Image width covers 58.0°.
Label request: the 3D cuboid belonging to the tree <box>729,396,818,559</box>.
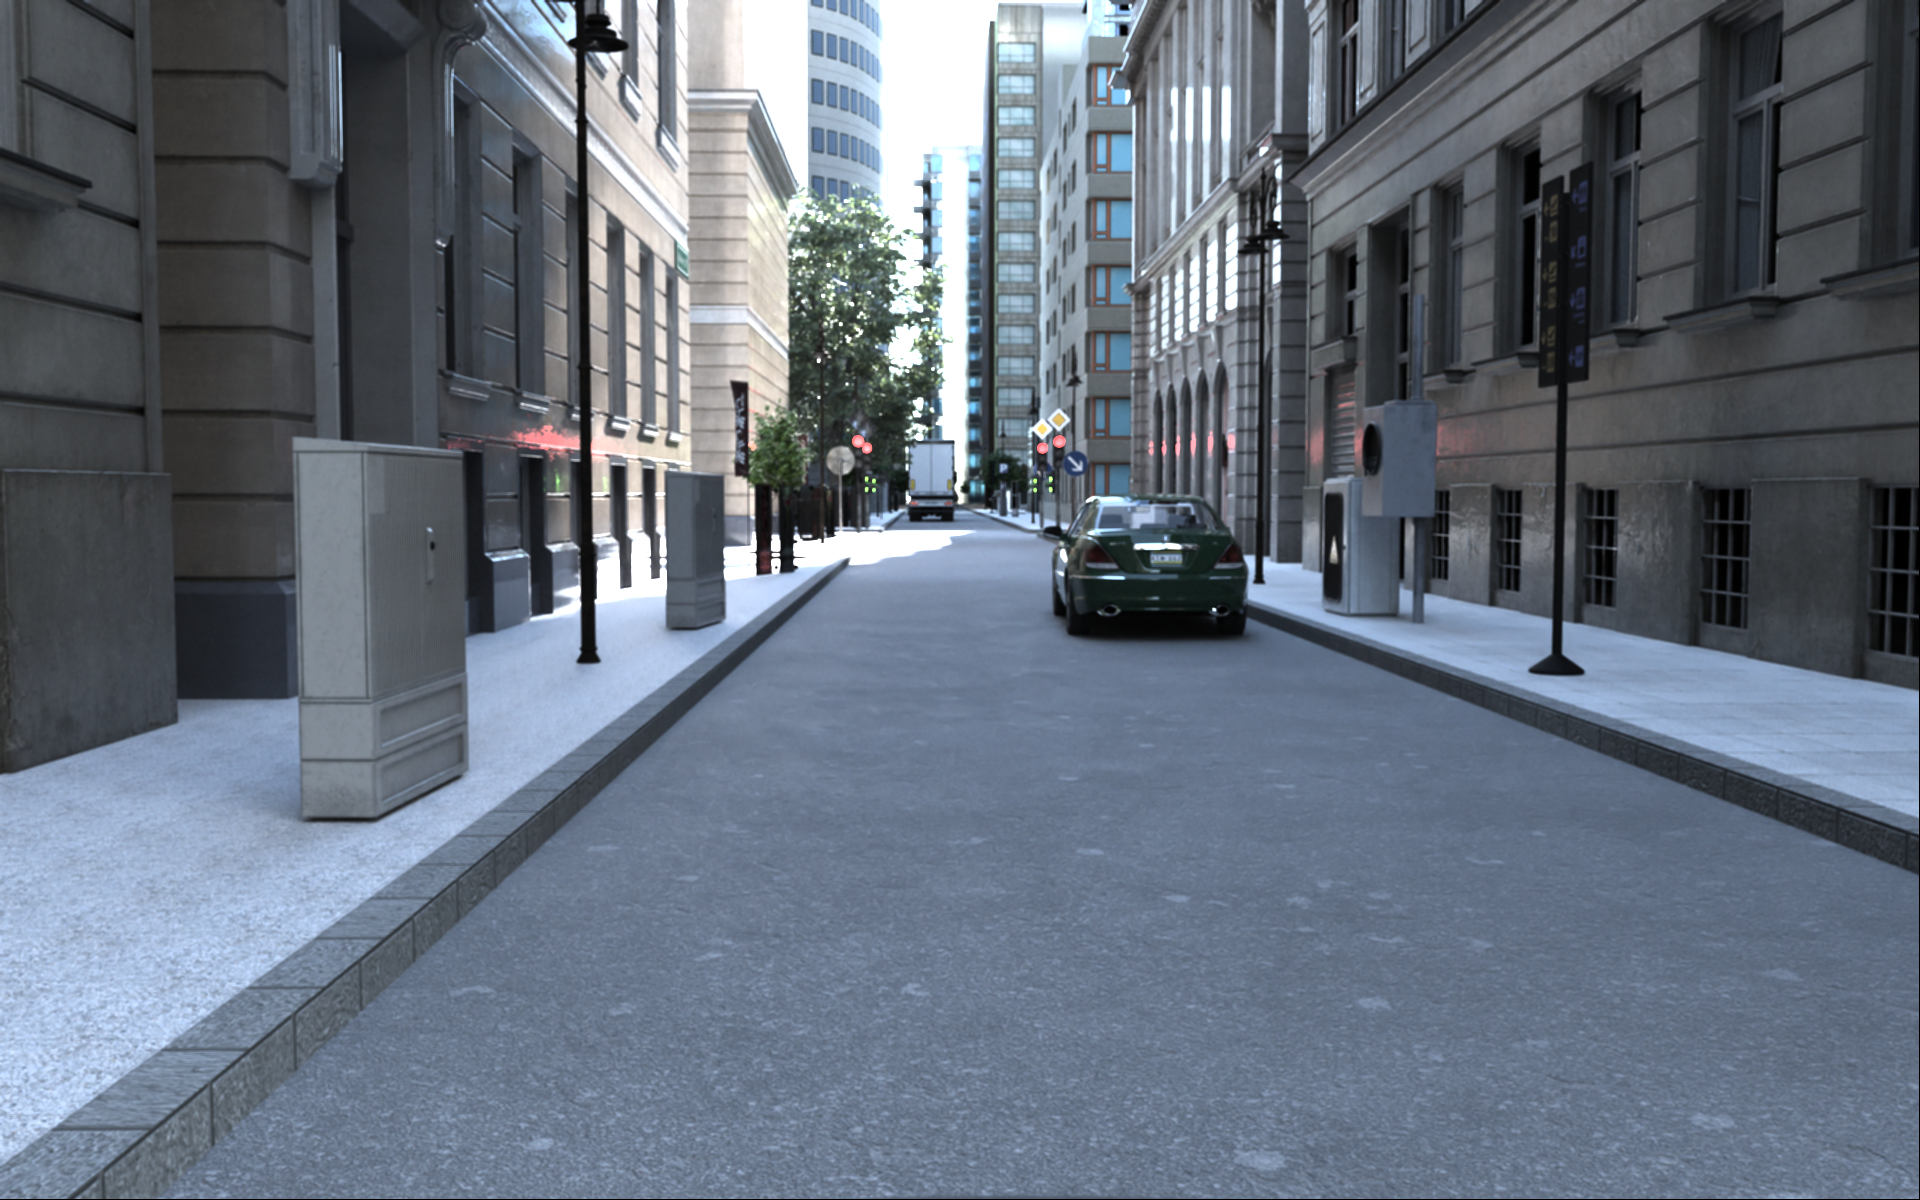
[{"bbox_3d":[-3.518,-2.440,34.499,1.663,3.219,1.824,0,3,0],"label":"tree"}]

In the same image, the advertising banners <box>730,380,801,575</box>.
[{"bbox_3d":[-3.112,-1.919,27.564,0.090,3.025,2.074,2,4,23],"label":"advertising banners"}]

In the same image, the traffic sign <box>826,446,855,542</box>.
[{"bbox_3d":[-3.174,-2.809,46.038,0.768,2.556,0.104,0,3,0],"label":"traffic sign"}]

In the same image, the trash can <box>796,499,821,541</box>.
[{"bbox_3d":[-4.119,-2.194,47.527,0.748,1.137,0.748,0,3,0],"label":"trash can"}]

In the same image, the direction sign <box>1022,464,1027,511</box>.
[{"bbox_3d":[5.087,-8.490,130.806,0.876,3.537,0.379,0,4,4],"label":"direction sign"}]

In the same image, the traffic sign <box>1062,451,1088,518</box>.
[{"bbox_3d":[3.411,-3.127,51.236,0.768,2.556,0.104,0,4,5],"label":"traffic sign"}]

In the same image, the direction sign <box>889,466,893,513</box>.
[{"bbox_3d":[-4.640,-7.611,116.444,0.379,3.537,0.876,0,4,-3],"label":"direction sign"}]

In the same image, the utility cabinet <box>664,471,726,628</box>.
[{"bbox_3d":[-2.557,-0.500,16.859,0.318,1.500,1.173,0,4,6],"label":"utility cabinet"}]

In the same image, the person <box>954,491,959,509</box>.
[{"bbox_3d":[-0.347,-9.512,164.547,0.617,1.759,0.750,-1,4,-16],"label":"person"}]

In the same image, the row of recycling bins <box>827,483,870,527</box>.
[{"bbox_3d":[-5.054,-3.688,67.411,3.534,1.692,1.069,2,4,30],"label":"row of recycling bins"}]

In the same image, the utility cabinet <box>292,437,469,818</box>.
[{"bbox_3d":[-2.396,0.085,7.289,0.318,1.500,1.173,0,4,2],"label":"utility cabinet"}]

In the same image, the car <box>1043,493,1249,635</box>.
[{"bbox_3d":[2.006,-0.445,19.080,2.131,1.459,4.920,0,4,0],"label":"car"}]

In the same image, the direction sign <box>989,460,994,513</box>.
[{"bbox_3d":[2.133,-7.624,116.642,0.379,3.537,0.876,1,4,22],"label":"direction sign"}]

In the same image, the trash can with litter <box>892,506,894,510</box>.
[{"bbox_3d":[-5.671,-7.806,139.008,1.055,1.170,0.624,-1,4,-13],"label":"trash can with litter"}]

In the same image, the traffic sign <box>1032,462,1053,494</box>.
[{"bbox_3d":[3.135,-4.014,65.727,0.768,2.556,0.104,0,4,7],"label":"traffic sign"}]

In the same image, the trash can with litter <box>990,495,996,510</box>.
[{"bbox_3d":[2.878,-7.734,137.844,0.624,1.170,1.055,3,5,39],"label":"trash can with litter"}]

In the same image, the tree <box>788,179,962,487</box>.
[{"bbox_3d":[-5.029,-10.052,70.999,9.857,13.997,8.962,0,3,0],"label":"tree"}]

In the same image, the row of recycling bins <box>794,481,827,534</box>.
[{"bbox_3d":[-6.260,-3.023,56.541,3.534,1.692,1.069,0,4,6],"label":"row of recycling bins"}]

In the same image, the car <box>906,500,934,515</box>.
[{"bbox_3d":[-2.663,-6.462,117.657,2.014,1.417,4.499,0,4,-3],"label":"car"}]

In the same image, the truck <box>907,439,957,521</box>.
[{"bbox_3d":[-1.530,-6.438,94.179,2.839,4.237,11.283,0,4,-1],"label":"truck"}]

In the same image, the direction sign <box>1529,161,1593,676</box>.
[{"bbox_3d":[4.279,-1.243,12.316,0.379,3.537,0.876,0,4,-2],"label":"direction sign"}]

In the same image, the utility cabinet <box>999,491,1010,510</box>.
[{"bbox_3d":[3.495,-7.995,139.393,0.318,1.500,1.173,3,5,42],"label":"utility cabinet"}]

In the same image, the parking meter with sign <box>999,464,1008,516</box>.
[{"bbox_3d":[2.513,-6.332,99.787,0.543,3.016,1.738,0,4,2],"label":"parking meter with sign"}]

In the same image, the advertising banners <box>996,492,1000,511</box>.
[{"bbox_3d":[2.956,-8.234,130.820,0.090,3.025,2.074,1,4,14],"label":"advertising banners"}]

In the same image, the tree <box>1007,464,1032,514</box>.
[{"bbox_3d":[3.745,-7.185,112.073,1.663,3.219,1.824,0,3,0],"label":"tree"}]

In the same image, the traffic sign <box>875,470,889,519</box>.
[{"bbox_3d":[-4.067,-5.478,89.678,0.768,2.556,0.104,0,4,7],"label":"traffic sign"}]

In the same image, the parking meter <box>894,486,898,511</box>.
[{"bbox_3d":[-4.779,-7.561,129.328,0.255,1.863,0.399,1,4,16],"label":"parking meter"}]

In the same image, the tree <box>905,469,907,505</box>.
[{"bbox_3d":[-5.524,-7.252,102.282,4.285,4.588,4.351,0,3,0],"label":"tree"}]

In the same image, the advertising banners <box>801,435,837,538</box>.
[{"bbox_3d":[-4.204,-3.345,50.882,0.090,3.025,2.074,-3,4,-36],"label":"advertising banners"}]

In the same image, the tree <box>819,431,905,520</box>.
[{"bbox_3d":[-5.325,-6.170,84.596,4.285,4.588,4.351,0,3,0],"label":"tree"}]

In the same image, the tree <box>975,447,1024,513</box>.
[{"bbox_3d":[2.750,-8.319,119.724,4.285,4.588,4.351,0,3,0],"label":"tree"}]

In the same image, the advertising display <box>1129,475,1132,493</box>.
[{"bbox_3d":[6.074,-3.182,57.236,0.974,1.923,0.123,1,4,14],"label":"advertising display"}]
